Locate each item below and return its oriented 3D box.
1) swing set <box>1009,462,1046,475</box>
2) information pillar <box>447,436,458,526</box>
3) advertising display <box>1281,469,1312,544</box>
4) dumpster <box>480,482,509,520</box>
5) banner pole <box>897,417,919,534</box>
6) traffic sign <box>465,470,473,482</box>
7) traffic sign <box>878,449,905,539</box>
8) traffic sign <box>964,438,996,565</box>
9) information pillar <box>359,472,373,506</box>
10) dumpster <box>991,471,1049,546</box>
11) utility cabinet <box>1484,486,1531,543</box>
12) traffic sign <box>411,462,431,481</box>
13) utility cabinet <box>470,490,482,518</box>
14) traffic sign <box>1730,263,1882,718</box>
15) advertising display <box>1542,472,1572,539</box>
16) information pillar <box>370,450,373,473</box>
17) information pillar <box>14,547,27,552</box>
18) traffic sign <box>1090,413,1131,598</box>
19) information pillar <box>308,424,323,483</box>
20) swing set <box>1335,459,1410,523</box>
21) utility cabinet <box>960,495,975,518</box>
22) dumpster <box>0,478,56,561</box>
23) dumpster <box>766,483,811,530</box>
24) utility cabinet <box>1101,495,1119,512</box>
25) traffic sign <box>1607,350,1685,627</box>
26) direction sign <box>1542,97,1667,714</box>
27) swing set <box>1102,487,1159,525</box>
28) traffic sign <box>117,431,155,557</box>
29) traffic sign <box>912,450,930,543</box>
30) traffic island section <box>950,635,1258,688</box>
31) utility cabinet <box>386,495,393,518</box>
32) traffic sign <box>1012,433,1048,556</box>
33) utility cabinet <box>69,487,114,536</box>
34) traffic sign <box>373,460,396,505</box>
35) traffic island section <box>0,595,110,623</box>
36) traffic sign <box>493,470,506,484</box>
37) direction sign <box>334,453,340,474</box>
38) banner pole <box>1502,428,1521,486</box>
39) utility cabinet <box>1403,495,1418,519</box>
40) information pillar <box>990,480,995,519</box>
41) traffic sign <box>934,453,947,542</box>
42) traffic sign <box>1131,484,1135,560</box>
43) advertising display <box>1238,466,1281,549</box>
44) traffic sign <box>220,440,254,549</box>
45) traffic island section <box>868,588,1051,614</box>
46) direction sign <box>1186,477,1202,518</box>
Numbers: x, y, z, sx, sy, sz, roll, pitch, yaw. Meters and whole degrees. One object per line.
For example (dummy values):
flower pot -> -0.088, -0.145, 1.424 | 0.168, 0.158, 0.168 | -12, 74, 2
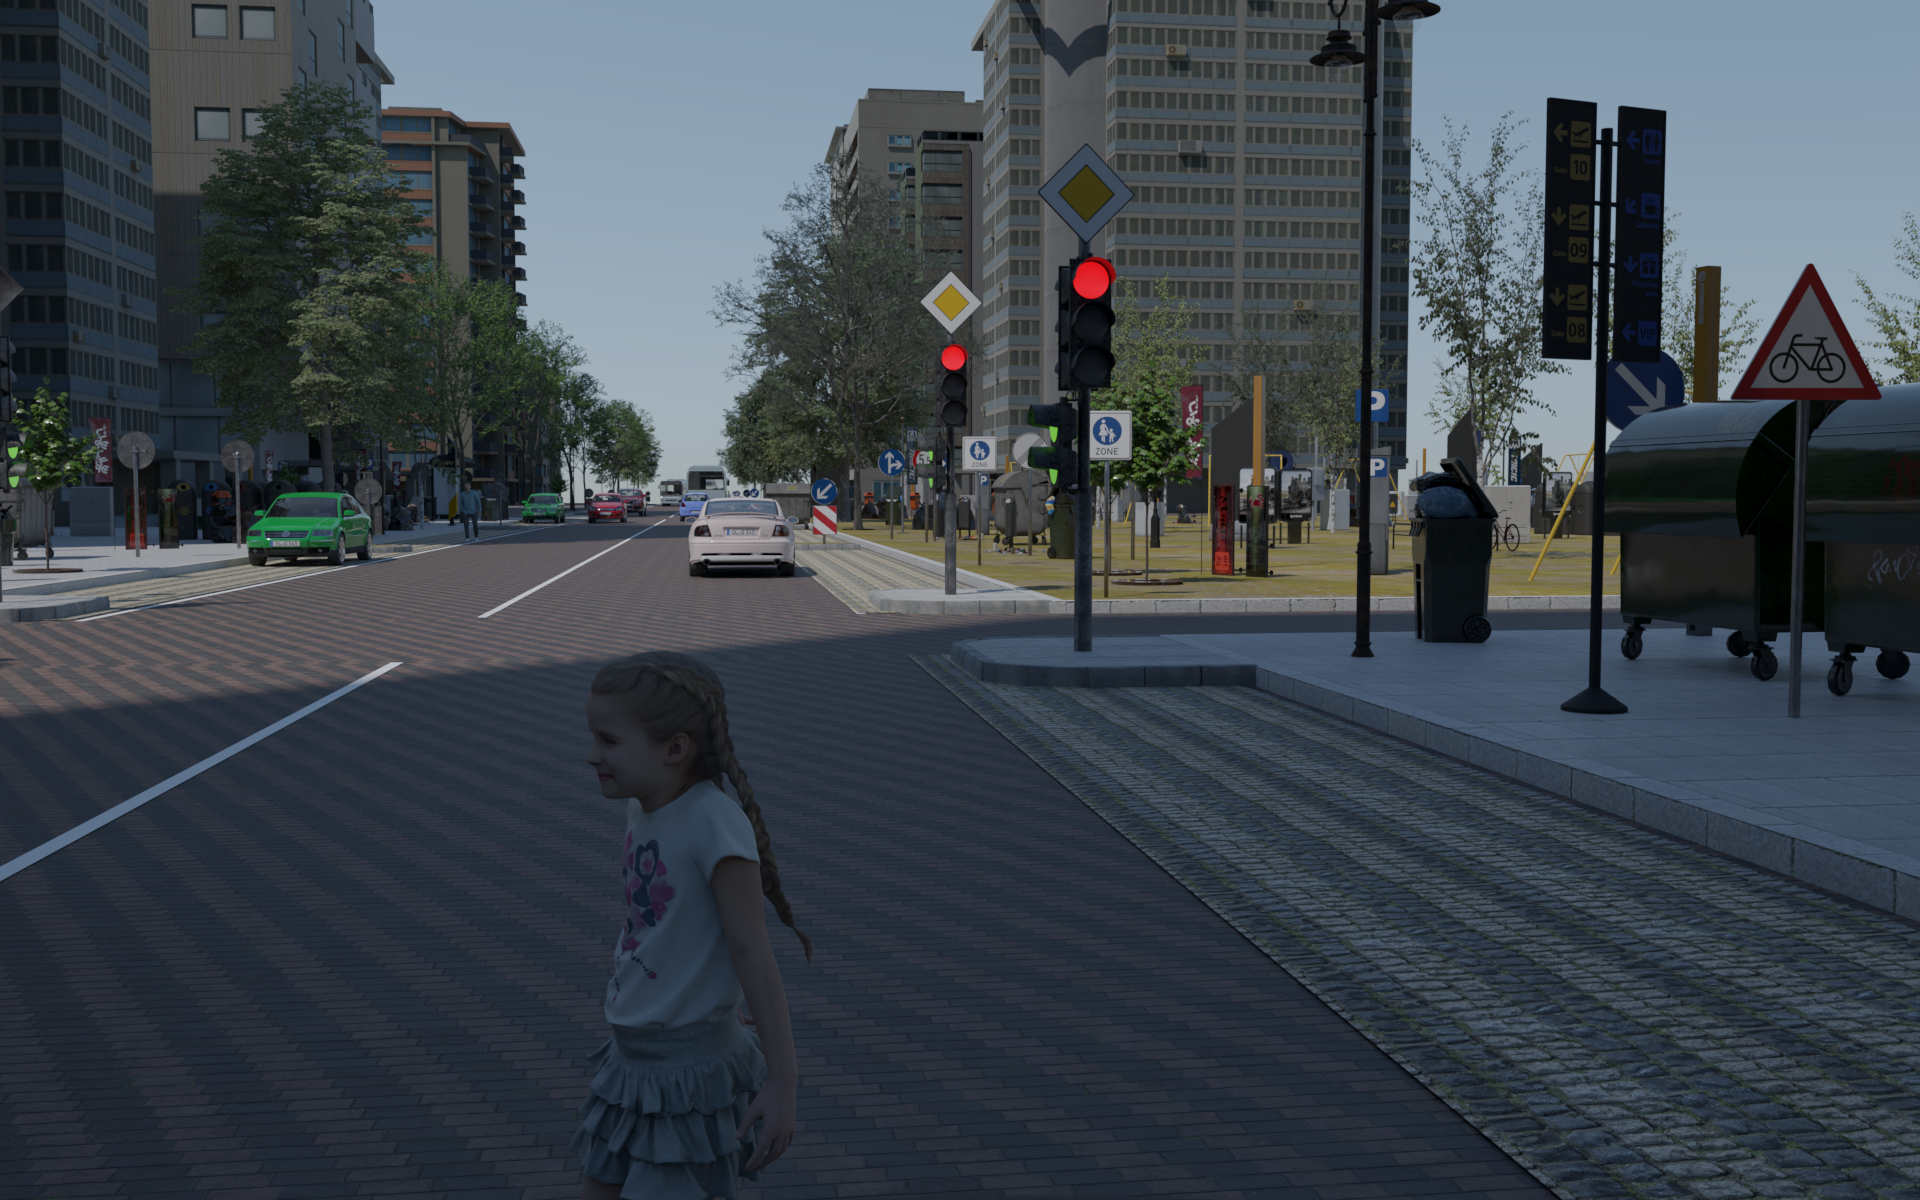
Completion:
swing set -> 3.761, -5.368, 85.389 | 3.119, 2.851, 2.862 | -1, 4, -8
information pillar -> -20.592, -4.827, 70.274 | 0.504, 3.616, 0.183 | 2, 4, 34
advertising display -> 8.602, -2.403, 44.497 | 0.974, 1.923, 0.123 | -1, 4, -23
dumpster -> -23.001, -4.878, 85.517 | 1.264, 1.857, 1.865 | 0, 4, -8
banner pole -> -1.681, -4.059, 56.383 | 0.863, 3.779, 0.401 | -3, 5, -39
traffic sign -> -26.501, -5.672, 92.843 | 0.768, 2.556, 0.104 | 0, 4, -1
traffic sign -> -1.927, -2.985, 48.904 | 0.768, 2.556, 0.104 | 0, 4, -5
traffic sign -> 0.351, -1.769, 31.056 | 0.606, 2.300, 0.079 | 0, 4, -4
information pillar -> -19.504, -3.207, 56.922 | 0.304, 2.012, 0.304 | 3, 4, 37
dumpster -> 1.545, -2.327, 43.810 | 1.264, 1.857, 1.865 | 0, 4, -8
utility cabinet -> 14.161, -2.217, 44.926 | 1.173, 1.500, 0.318 | 1, 4, 11
traffic sign -> -21.411, -4.202, 68.800 | 0.768, 2.556, 0.104 | 0, 4, -7
utility cabinet -> -26.229, -5.195, 93.616 | 1.173, 1.500, 0.318 | 3, 5, 41
traffic sign -> 4.787, -0.603, 9.865 | 0.884, 2.594, 0.081 | 0, 4, -5
advertising display -> 17.088, -2.713, 49.571 | 0.974, 1.923, 0.123 | -1, 4, -22
information pillar -> -31.051, -6.121, 91.437 | 0.183, 3.616, 0.504 | -1, 4, -21
information pillar -> -21.079, -2.090, 38.657 | 0.304, 2.012, 0.304 | 0, 4, -1
traffic sign -> 1.811, -1.179, 21.400 | 0.606, 2.300, 0.079 | 0, 4, 1
information pillar -> -20.017, -3.831, 53.993 | 0.504, 3.616, 0.183 | -1, 4, -22
swing set -> 17.944, -4.825, 76.508 | 2.862, 2.851, 3.119 | -1, 4, -16
utility cabinet -> 0.523, -4.789, 89.467 | 1.020, 1.237, 0.306 | 0, 4, 5
dumpster -> -18.654, -1.722, 33.909 | 1.264, 1.857, 1.865 | 0, 4, -8
dumpster -> -6.847, -3.715, 68.956 | 1.865, 1.857, 1.264 | 0, 4, -7
utility cabinet -> 8.488, -5.306, 97.920 | 1.020, 1.237, 0.306 | 1, 4, 22
traffic sign -> 5.845, -0.909, 14.962 | 0.768, 2.556, 0.104 | 0, 4, -2
direction sign -> 3.759, -1.111, 10.158 | 0.876, 3.537, 0.379 | -2, 4, -23
swing set -> 6.712, -4.697, 74.418 | 3.119, 2.851, 2.862 | 3, 5, 42
traffic sign -> -16.693, -2.140, 35.090 | 0.768, 2.556, 0.104 | 0, 4, -1
traffic sign -> -0.881, -2.793, 45.772 | 0.768, 2.556, 0.104 | 0, 4, -6
traffic island section -> 1.029, 0.495, 14.181 | 2.009, 0.180, 2.903 | 0, 4, -8
utility cabinet -> -30.101, -4.901, 91.299 | 1.020, 1.237, 0.306 | -2, 4, -25
traffic sign -> 1.460, -2.196, 36.006 | 0.768, 2.556, 0.104 | 0, 4, 0
utility cabinet -> -26.206, -2.666, 52.270 | 1.173, 1.500, 0.318 | 0, 4, -6
traffic sign -> -22.092, -4.066, 66.483 | 0.884, 2.594, 0.081 | 0, 4, -6
traffic island section -> -11.425, 0.110, 20.485 | 2.009, 0.180, 2.903 | 0, 4, -8
traffic sign -> -24.980, -5.754, 94.089 | 0.884, 2.594, 0.081 | 0, 4, -6
direction sign -> -32.166, -5.961, 89.456 | 0.379, 3.537, 0.876 | 0, 4, -3
banner pole -> 20.734, -4.606, 65.326 | 0.863, 3.779, 0.401 | 1, 4, 14
utility cabinet -> 23.022, -4.708, 88.129 | 1.020, 1.237, 0.306 | -2, 4, -34
information pillar -> 1.545, -5.088, 87.678 | 0.304, 2.012, 0.304 | -3, 5, -43
traffic sign -> -0.674, -2.854, 46.774 | 0.768, 2.556, 0.104 | 0, 4, -1
traffic sign -> 3.374, -2.057, 33.744 | 0.768, 2.556, 0.104 | 0, 4, -4
advertising display -> 6.996, -2.170, 40.696 | 0.974, 1.923, 0.123 | 3, 4, 37
traffic sign -> -16.964, -2.482, 40.679 | 0.768, 2.556, 0.104 | 0, 4, -8
traffic island section -> -0.097, 0.012, 22.087 | 2.009, 0.180, 2.903 | 0, 4, -8
direction sign -> 12.825, -6.289, 94.827 | 0.876, 3.537, 0.379 | 1, 4, 14
